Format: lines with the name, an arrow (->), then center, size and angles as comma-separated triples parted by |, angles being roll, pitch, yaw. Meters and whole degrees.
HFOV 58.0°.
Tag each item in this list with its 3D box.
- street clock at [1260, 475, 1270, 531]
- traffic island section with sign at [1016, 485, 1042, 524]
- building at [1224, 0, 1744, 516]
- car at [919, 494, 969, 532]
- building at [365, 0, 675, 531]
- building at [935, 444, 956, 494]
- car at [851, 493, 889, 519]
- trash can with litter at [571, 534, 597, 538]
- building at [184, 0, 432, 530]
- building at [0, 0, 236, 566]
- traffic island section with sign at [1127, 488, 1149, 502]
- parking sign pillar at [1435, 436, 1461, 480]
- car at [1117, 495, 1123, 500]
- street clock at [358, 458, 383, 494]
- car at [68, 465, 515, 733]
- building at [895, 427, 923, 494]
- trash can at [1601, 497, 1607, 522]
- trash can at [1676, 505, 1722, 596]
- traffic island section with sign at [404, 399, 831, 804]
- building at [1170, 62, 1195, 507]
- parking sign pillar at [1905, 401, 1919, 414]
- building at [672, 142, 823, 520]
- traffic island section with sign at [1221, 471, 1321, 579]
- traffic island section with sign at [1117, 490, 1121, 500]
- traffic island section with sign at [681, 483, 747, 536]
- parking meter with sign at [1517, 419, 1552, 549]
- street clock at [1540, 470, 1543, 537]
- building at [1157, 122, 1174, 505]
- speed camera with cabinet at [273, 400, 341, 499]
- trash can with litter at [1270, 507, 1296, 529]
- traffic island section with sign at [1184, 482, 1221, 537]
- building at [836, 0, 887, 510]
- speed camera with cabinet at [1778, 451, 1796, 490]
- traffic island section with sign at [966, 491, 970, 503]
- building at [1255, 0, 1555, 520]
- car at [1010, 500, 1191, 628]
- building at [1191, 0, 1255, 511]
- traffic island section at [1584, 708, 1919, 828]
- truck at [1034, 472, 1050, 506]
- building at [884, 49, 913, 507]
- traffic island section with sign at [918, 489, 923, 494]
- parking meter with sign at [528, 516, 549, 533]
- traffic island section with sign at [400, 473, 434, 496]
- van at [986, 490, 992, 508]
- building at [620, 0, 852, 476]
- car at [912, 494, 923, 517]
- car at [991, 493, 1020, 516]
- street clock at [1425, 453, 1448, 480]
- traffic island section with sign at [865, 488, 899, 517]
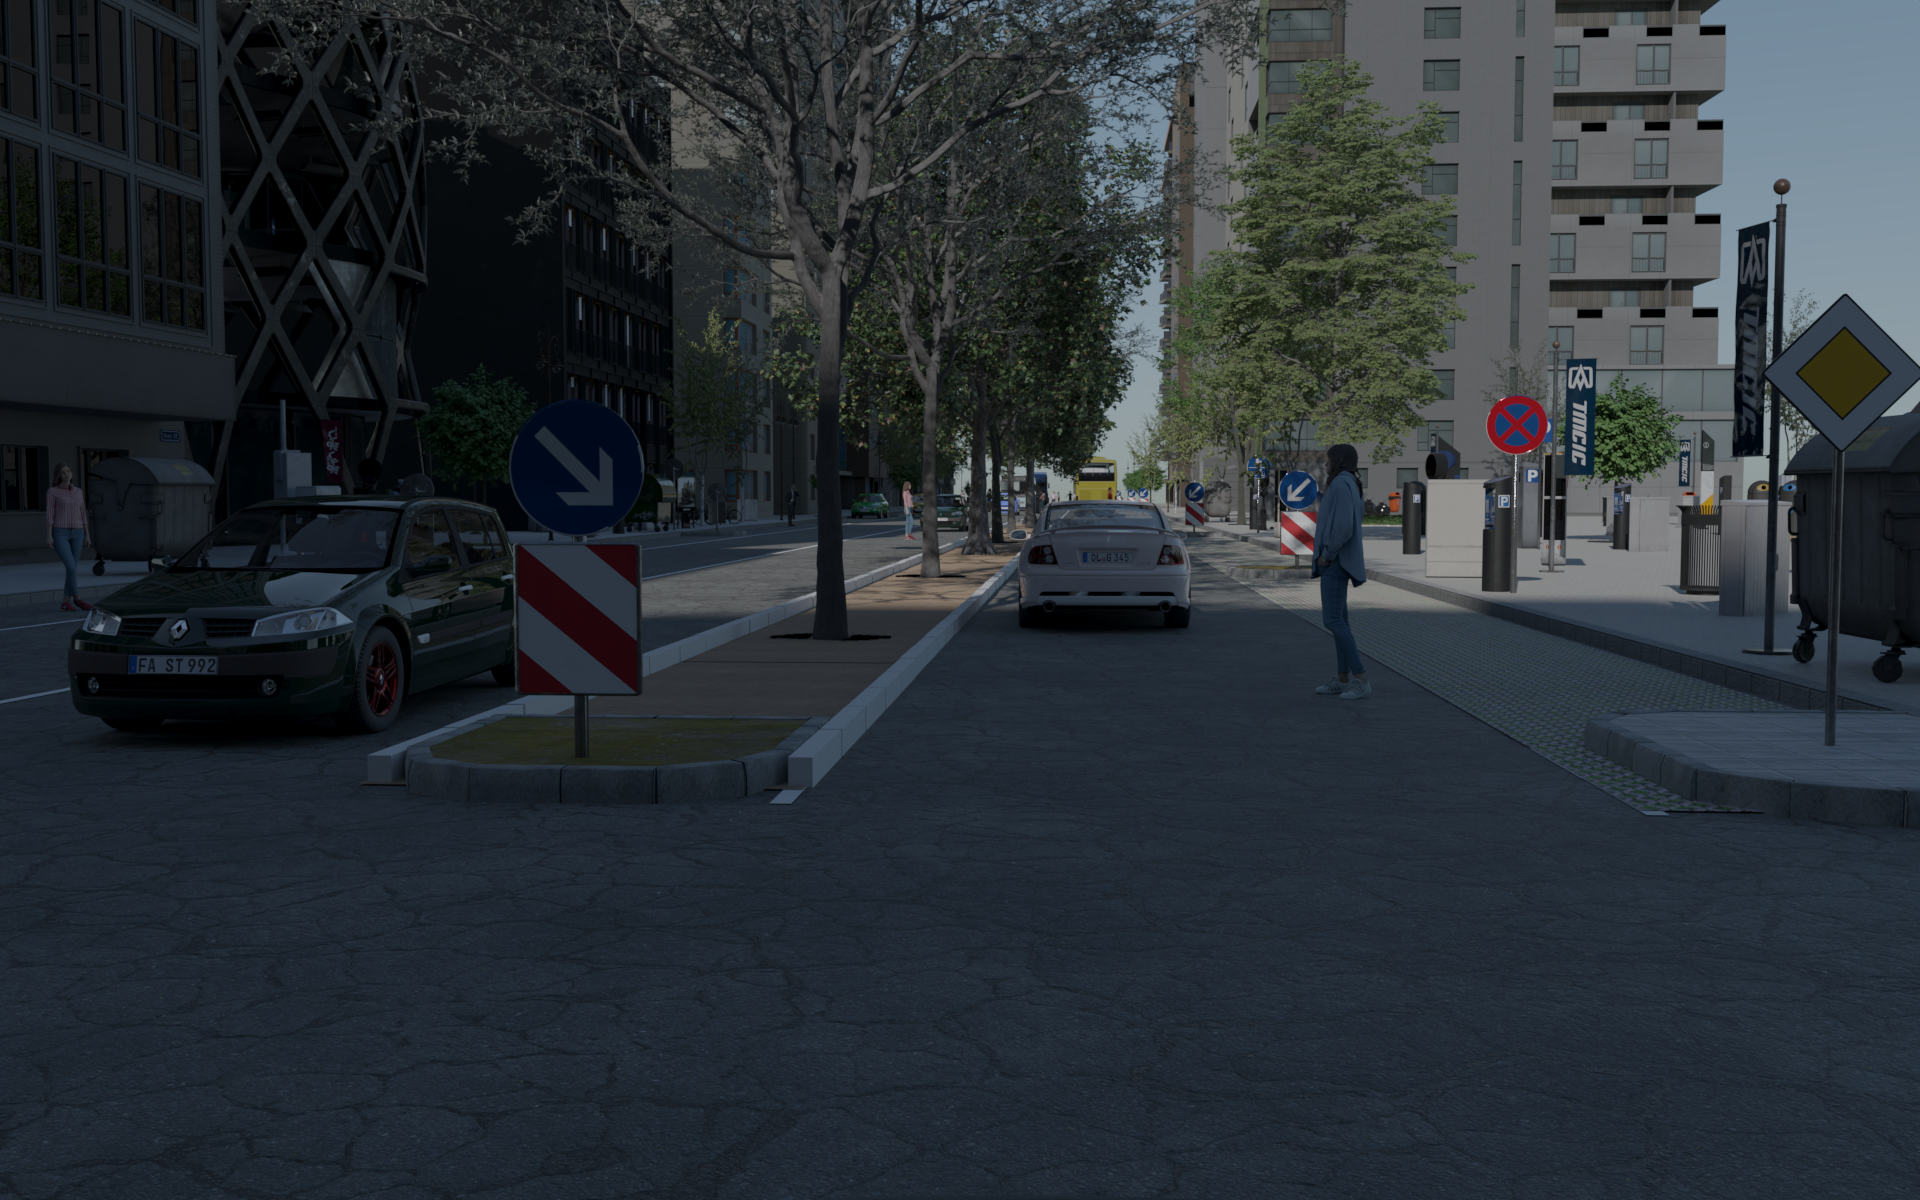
street clock -> 10.658, -3.441, 60.822 | 0.358, 2.002, 0.471 | -1, 4, -17
traffic island section with sign -> 3.621, -4.634, 83.908 | 2.006, 1.907, 1.989 | 0, 4, 4
building -> 31.768, -31.966, 111.888 | 28.713, 52.752, 27.495 | 0, 4, 4
car -> -0.531, -3.501, 67.028 | 2.009, 1.686, 4.222 | 0, 4, 5
building -> -19.040, -14.510, 66.910 | 12.332, 23.373, 15.834 | 0, 4, 4
building -> -15.419, -23.118, 223.014 | 27.650, 21.520, 28.899 | 0, 4, 4
car -> -5.261, -5.661, 101.357 | 1.959, 1.807, 4.718 | 0, 4, 5
trash can with litter -> -11.124, -2.440, 51.276 | 1.055, 1.170, 0.624 | 3, 5, 44
building -> -23.214, -10.885, 45.419 | 16.820, 18.784, 16.811 | 0, 4, 4
building -> -22.812, -14.139, 24.687 | 14.314, 27.812, 24.014 | 0, 4, 4
traffic island section with sign -> 11.361, -6.116, 108.626 | 1.989, 1.847, 2.006 | 0, 4, 4
parking sign pillar -> 21.700, -5.442, 77.447 | 1.447, 3.967, 1.447 | -3, 4, -37
car -> 18.876, -12.203, 209.745 | 2.015, 1.641, 3.980 | 0, 4, 3
street clock -> -11.815, -1.845, 34.735 | 0.471, 2.002, 0.358 | -1, 4, -18
car -> -4.189, -0.116, 11.679 | 2.009, 1.686, 4.222 | 0, 4, 5
building -> -10.832, -33.624, 199.856 | 14.600, 45.320, 14.200 | 0, 4, 4
trash can -> 28.765, -3.975, 76.652 | 0.748, 1.137, 0.748 | 0, 3, 0
trash can -> 9.508, -0.637, 22.065 | 0.748, 1.137, 0.748 | 0, 3, 0
traffic island section with sign -> -1.792, -0.051, 8.964 | 2.006, 1.907, 1.989 | 0, 4, 4
building -> 28.876, -32.210, 176.751 | 14.600, 45.320, 14.200 | 0, 4, 4
parking sign pillar -> 22.344, -3.176, 40.395 | 1.447, 3.967, 1.447 | -2, 4, -33
building -> -23.549, -15.644, 100.816 | 27.650, 21.520, 28.899 | 0, 4, 4
traffic island section with sign -> 5.670, -1.311, 30.067 | 1.989, 1.847, 2.006 | 0, 4, 4
traffic island section with sign -> 13.295, -7.763, 135.558 | 1.989, 1.847, 2.006 | 0, 4, 4
traffic island section with sign -> -8.439, -3.128, 59.778 | 1.989, 1.847, 2.006 | 0, 4, 4
parking meter with sign -> 13.439, -2.731, 40.908 | 0.543, 3.016, 1.738 | 0, 4, 1
street clock -> 17.253, -2.862, 51.357 | 0.358, 2.002, 0.471 | -1, 4, -17
building -> 34.423, -33.232, 197.962 | 22.147, 44.769, 28.867 | 0, 4, 4
speed camera with cabinet -> -13.619, -2.556, 36.122 | 0.660, 3.252, 2.038 | -3, 5, -44
trash can with litter -> 11.759, -3.217, 63.651 | 2.233, 1.210, 1.678 | 0, 4, -1
traffic island section with sign -> 7.689, -3.015, 57.921 | 1.989, 1.847, 2.006 | 0, 4, 4
building -> -13.866, -30.512, 148.988 | 14.600, 45.320, 14.200 | 0, 4, 4
speed camera with cabinet -> 38.523, -5.206, 79.449 | 2.038, 3.252, 0.660 | 0, 4, -4
traffic island section with sign -> 1.087, -11.180, 191.423 | 1.989, 1.847, 2.006 | 0, 4, 4
building -> 22.738, -19.615, 92.402 | 14.160, 30.474, 14.107 | 0, 4, 4
car -> 1.610, -0.466, 19.978 | 2.083, 1.381, 4.827 | 0, 4, 3
building -> 29.507, -36.575, 140.007 | 21.231, 58.520, 28.212 | 0, 4, 4
traffic island section -> 4.462, 0.821, 8.853 | 2.009, 0.180, 2.903 | 0, 4, 4
truck -> 9.893, -13.940, 217.676 | 2.967, 4.110, 18.799 | 0, 4, 4
building -> -15.617, -45.462, 181.552 | 20.563, 71.187, 20.611 | 0, 4, 4
traffic island section with sign -> -2.931, -7.787, 135.940 | 1.989, 1.847, 2.006 | 0, 4, 4
parking meter with sign -> -14.222, -3.792, 58.268 | 0.543, 3.016, 1.738 | -2, 4, -34
traffic island section with sign -> -10.404, -1.468, 32.626 | 1.989, 1.847, 2.006 | 0, 4, 4
van -> 3.432, -10.379, 176.702 | 2.013, 2.044, 4.112 | 0, 4, 6
building -> -23.173, -32.987, 128.570 | 28.713, 52.752, 27.495 | 0, 4, 4
car -> -2.335, -5.916, 106.956 | 2.015, 1.641, 3.980 | 0, 4, 4
car -> 3.078, -6.513, 116.072 | 1.945, 1.707, 3.694 | 0, 4, 6
street clock -> 8.492, -1.610, 30.901 | 0.358, 2.002, 0.471 | -1, 4, -10
traffic island section with sign -> -4.891, -6.131, 108.866 | 1.989, 1.847, 2.006 | 0, 4, 4
